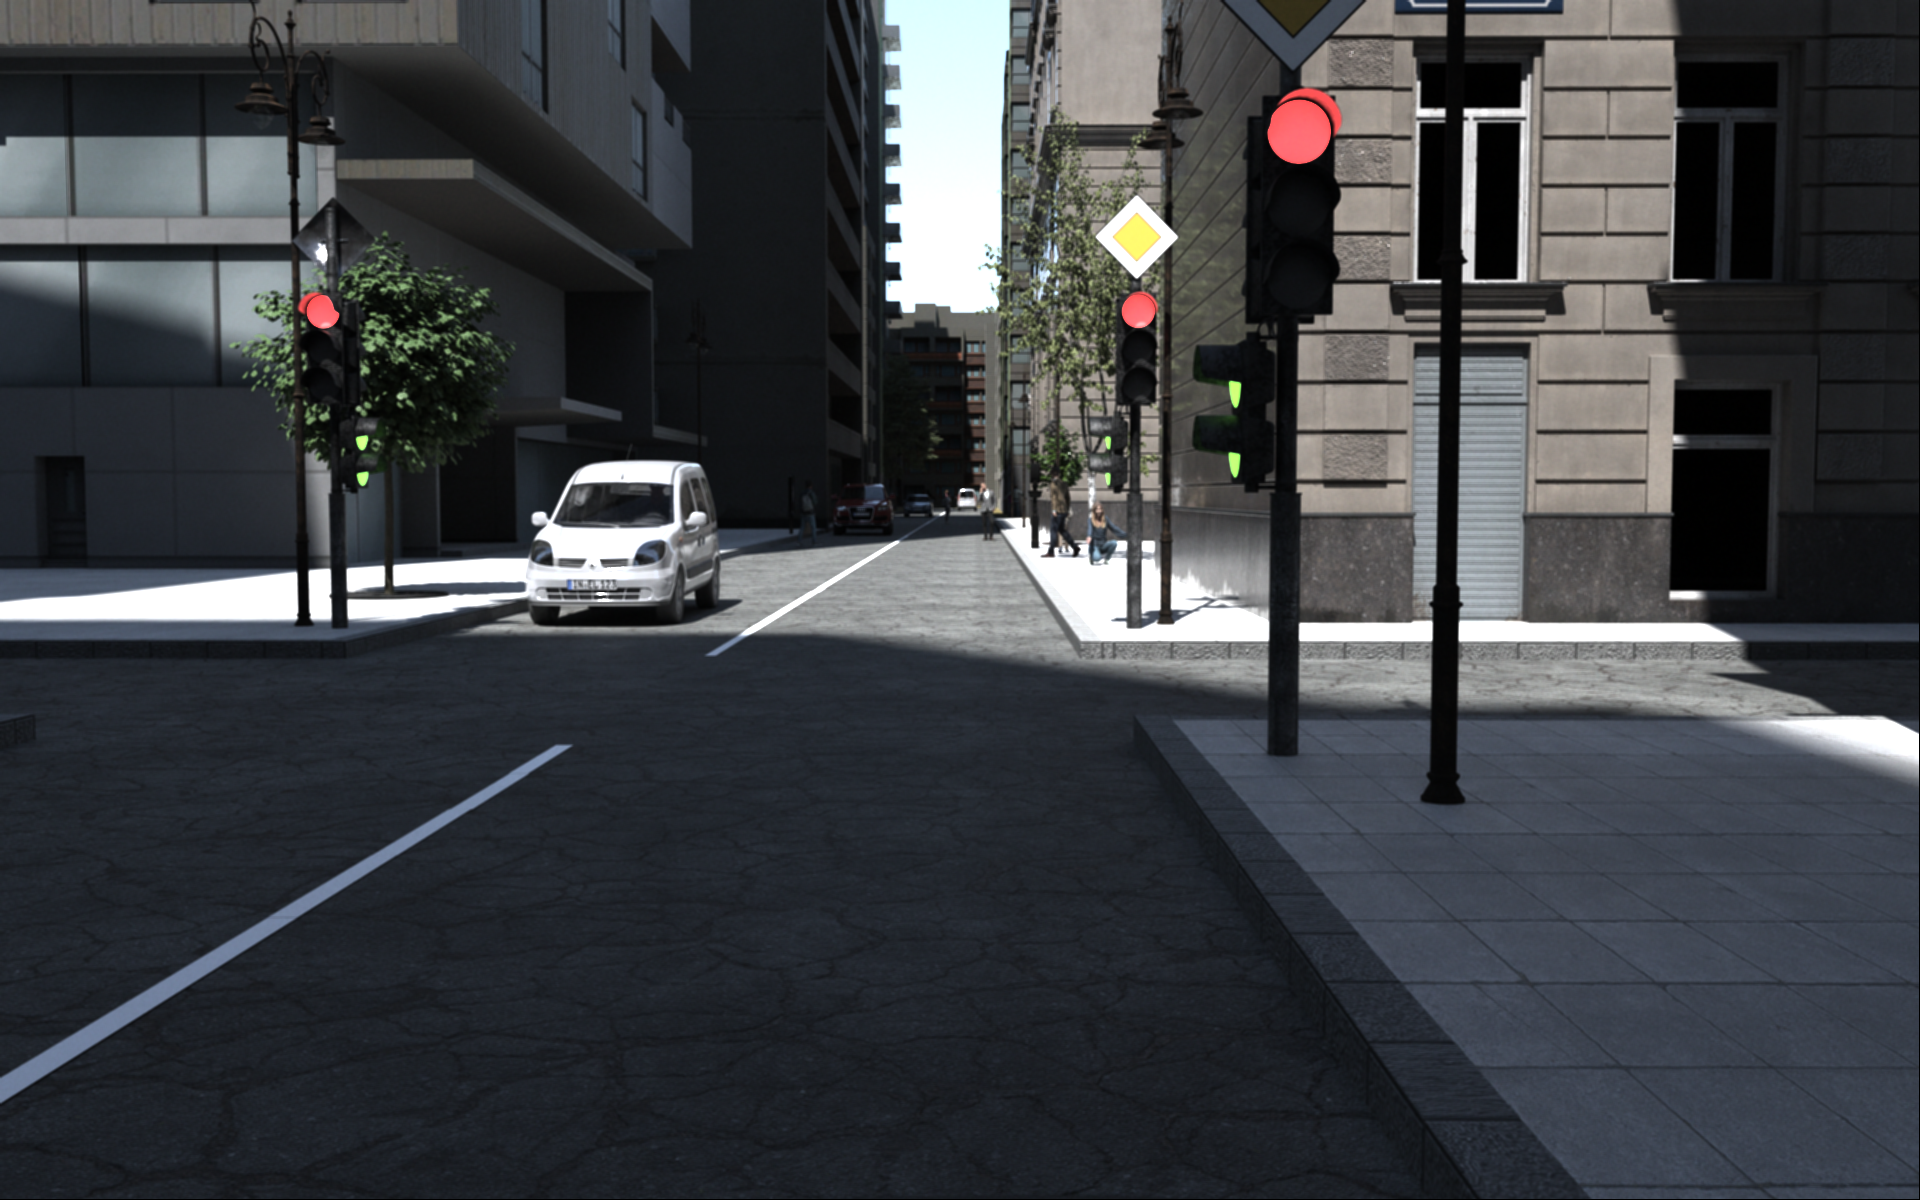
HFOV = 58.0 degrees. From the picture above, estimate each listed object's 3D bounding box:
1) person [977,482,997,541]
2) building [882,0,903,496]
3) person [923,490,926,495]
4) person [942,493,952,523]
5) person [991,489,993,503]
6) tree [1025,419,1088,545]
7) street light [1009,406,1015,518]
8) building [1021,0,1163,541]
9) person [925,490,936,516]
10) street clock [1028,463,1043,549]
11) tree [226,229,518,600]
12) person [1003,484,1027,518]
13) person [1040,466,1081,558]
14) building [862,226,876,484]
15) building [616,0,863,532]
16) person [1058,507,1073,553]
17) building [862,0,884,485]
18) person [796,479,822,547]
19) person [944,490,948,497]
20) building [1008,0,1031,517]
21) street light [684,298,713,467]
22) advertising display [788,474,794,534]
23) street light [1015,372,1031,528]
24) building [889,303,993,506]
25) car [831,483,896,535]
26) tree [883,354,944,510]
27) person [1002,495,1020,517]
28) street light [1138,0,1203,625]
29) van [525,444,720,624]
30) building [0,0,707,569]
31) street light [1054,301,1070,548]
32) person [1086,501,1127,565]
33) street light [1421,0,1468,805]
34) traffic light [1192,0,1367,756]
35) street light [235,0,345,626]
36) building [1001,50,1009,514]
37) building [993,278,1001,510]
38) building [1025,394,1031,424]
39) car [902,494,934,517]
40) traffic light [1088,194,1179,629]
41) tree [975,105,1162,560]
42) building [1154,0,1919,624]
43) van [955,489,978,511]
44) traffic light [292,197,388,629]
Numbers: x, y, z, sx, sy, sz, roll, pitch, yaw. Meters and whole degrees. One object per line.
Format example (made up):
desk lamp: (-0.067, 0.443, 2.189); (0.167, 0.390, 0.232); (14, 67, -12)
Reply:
person: (0.837, -2.742, 53.509); (0.592, 1.802, 0.473); (1, 4, 18)
building: (-20.567, -32.778, 155.535); (30.456, 49.044, 23.786); (0, 4, 0)
person: (-3.152, -8.698, 150.675); (0.705, 1.831, 1.348); (-2, 4, -29)
person: (-0.639, -4.591, 86.151); (0.503, 1.515, 0.523); (1, 4, 14)
person: (2.880, -9.287, 158.805); (0.541, 1.710, 0.530); (0, 4, 4)
tree: (2.435, -3.016, 43.920); (1.663, 3.219, 1.824); (0, 3, 0)
street light: (2.748, -7.229, 90.974); (0.468, 5.910, 1.993); (0, 4, 0)
building: (8.403, -15.969, 58.359); (12.463, 27.353, 25.104); (0, 4, 0)
person: (-2.124, -6.362, 113.346); (1.217, 1.723, 0.721); (-1, 4, -19)
street clock: (1.767, -2.211, 40.713); (0.358, 2.002, 0.471); (0, 4, 5)
tree: (-7.236, -2.315, 21.561); (4.285, 4.588, 4.351); (0, 3, 0)
person: (2.988, -5.340, 93.427); (1.350, 1.814, 0.705); (-1, 4, -13)
person: (2.032, -1.775, 34.982); (0.836, 1.842, 0.656); (0, 4, 2)
building: (-19.843, -15.983, 106.359); (27.650, 21.520, 28.899); (0, 4, 0)
building: (-15.470, -27.479, 72.991); (21.300, 48.544, 21.600); (0, 4, 0)
person: (2.227, -1.671, 37.632); (0.475, 1.303, 0.640); (0, 4, 8)
building: (-13.035, -27.129, 127.152); (14.154, 41.232, 14.086); (0, 4, 0)
person: (-4.112, -2.332, 46.616); (0.713, 1.824, 0.794); (-3, 4, -36)
person: (-0.905, -7.539, 132.484); (0.721, 1.743, 1.217); (0, 4, -6)
building: (9.832, -25.559, 101.479); (14.154, 41.232, 14.086); (0, 4, 0)
street light: (-6.182, -4.179, 41.111); (0.468, 5.910, 1.993); (0, 4, 0)
advertising display: (-5.439, -3.098, 55.860); (0.123, 1.923, 0.974); (0, 4, -2)
street light: (2.435, -5.686, 65.760); (0.468, 5.910, 1.993); (0, 4, 0)
building: (-2.800, -21.018, 188.684); (28.899, 21.520, 27.650); (0, 4, 0)
car: (-3.425, -3.249, 61.789); (2.281, 1.827, 5.304); (0, 4, -1)
tree: (-5.204, -13.556, 139.761); (7.486, 12.596, 7.792); (0, 3, 0)
person: (2.809, -5.248, 95.070); (0.991, 1.433, 0.599); (0, 4, 7)
street light: (2.028, -2.698, 16.902); (0.468, 5.910, 1.993); (0, 4, 0)
van: (-3.899, -0.822, 20.456); (2.013, 2.044, 4.112); (0, 4, 1)
building: (-21.539, -27.596, 40.426); (28.713, 52.752, 27.495); (0, 4, 0)
street light: (2.330, -4.182, 41.167); (0.468, 5.910, 1.993); (0, 4, 0)
person: (2.645, -1.204, 31.222); (1.012, 1.151, 0.738); (-1, 4, -14)
street light: (2.018, -2.096, 7.061); (0.468, 5.910, 1.993); (0, 4, 0)
traffic light: (1.573, -1.193, 8.428); (0.839, 4.253, 0.868); (0, 4, 0)
street light: (-6.396, -2.686, 16.709); (0.468, 5.910, 1.993); (0, 4, 0)
building: (9.891, -21.092, 116.548); (14.160, 30.474, 14.107); (0, 4, 0)
building: (17.132, -18.856, 153.335); (27.650, 21.520, 28.899); (0, 4, 0)
building: (10.174, -18.073, 81.396); (13.634, 28.700, 20.117); (0, 4, 0)
car: (-2.601, -5.939, 109.101); (2.014, 1.417, 4.499); (0, 4, 1)
traffic light: (1.642, -1.681, 16.413); (0.839, 4.253, 0.868); (0, 4, 0)
tree: (2.452, -5.042, 32.794); (4.737, 8.622, 4.395); (0, 3, 0)
building: (15.277, -13.739, 21.901); (25.104, 27.353, 12.463); (0, 4, 0)
van: (0.606, -8.484, 145.720); (2.013, 2.044, 4.112); (0, 4, 1)
traffic light: (-5.920, -1.684, 16.461); (0.839, 4.253, 0.868); (0, 4, 0)
